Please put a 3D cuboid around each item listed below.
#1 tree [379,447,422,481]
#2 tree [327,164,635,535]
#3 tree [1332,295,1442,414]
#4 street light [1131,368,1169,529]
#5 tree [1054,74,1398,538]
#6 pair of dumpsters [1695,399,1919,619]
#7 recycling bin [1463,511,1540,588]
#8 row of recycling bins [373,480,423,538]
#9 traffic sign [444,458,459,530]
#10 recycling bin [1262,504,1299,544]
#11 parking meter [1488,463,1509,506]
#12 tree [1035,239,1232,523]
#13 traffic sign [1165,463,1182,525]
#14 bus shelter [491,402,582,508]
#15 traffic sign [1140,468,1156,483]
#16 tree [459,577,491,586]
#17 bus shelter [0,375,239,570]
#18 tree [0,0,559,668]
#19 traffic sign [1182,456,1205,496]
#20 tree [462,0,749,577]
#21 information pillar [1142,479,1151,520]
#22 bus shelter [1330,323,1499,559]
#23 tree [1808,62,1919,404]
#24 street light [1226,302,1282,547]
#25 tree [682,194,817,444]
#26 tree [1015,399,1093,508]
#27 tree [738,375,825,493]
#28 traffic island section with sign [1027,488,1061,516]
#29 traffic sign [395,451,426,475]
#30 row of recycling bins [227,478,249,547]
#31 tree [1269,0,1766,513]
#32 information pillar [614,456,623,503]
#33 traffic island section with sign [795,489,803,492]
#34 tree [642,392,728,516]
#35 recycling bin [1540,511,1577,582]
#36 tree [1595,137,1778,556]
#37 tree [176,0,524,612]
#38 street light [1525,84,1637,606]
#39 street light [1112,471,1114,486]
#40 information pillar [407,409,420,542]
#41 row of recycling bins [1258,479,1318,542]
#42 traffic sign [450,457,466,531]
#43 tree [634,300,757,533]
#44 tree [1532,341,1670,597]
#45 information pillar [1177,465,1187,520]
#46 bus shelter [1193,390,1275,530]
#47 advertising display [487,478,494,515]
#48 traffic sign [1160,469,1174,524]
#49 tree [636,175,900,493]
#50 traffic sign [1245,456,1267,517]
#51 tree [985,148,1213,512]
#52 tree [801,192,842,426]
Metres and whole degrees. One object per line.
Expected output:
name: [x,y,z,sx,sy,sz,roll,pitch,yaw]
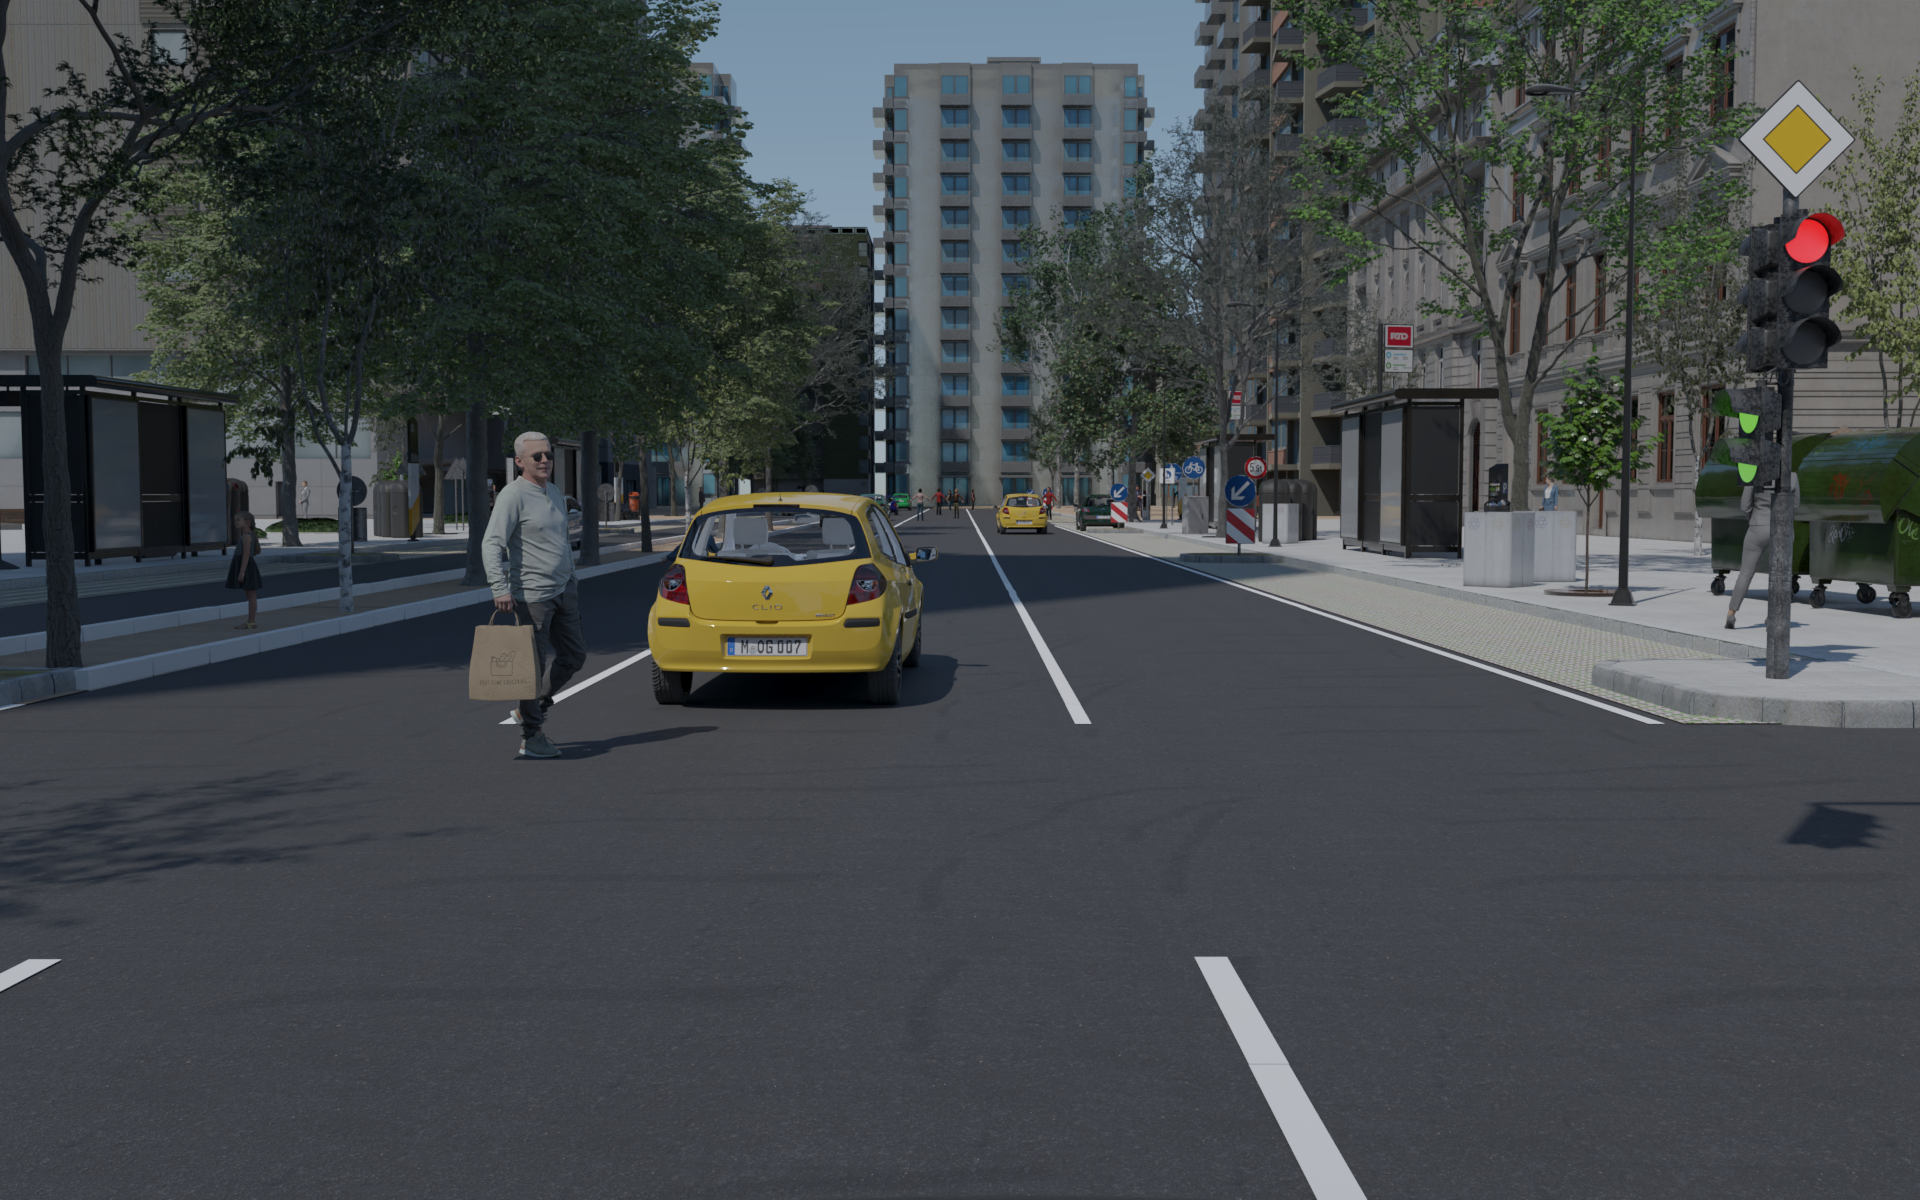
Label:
tree: [-23.206,-4.695,71.360,1.663,3.219,1.824,0,3,0]
tree: [-16.395,-7.879,54.578,9.928,11.665,9.643,0,3,0]
tree: [15.805,-7.019,65.123,4.360,8.622,3.978,0,3,0]
street light: [7.029,-5.604,64.171,1.470,5.913,1.316,0,3,0]
tree: [7.840,-8.566,50.427,12.009,13.543,11.850,0,3,0]
pair of dumpsters: [10.100,-1.057,19.775,1.574,2.255,4.437,0,4,0]
recycling bin: [7.494,-0.705,24.073,0.722,1.027,0.722,-3,5,-43]
row of recycling bins: [-16.849,-2.729,51.737,1.069,1.692,3.534,-2,4,-29]
traffic sign: [-17.924,-3.769,61.630,0.884,2.594,0.081,0,4,2]
recycling bin: [8.312,-1.979,44.910,0.722,1.027,0.722,3,4,36]
parking meter: [10.239,-1.668,32.976,0.255,1.863,0.399,3,5,41]
tree: [7.893,-9.856,78.158,9.611,12.733,9.660,0,3,0]
traffic sign: [8.779,-4.370,71.553,0.768,2.556,0.104,0,4,7]
bus shelter: [-15.930,-5.381,65.618,2.179,5.291,8.768,0,4,0]
traffic sign: [9.261,-5.227,85.191,0.795,2.593,0.064,1,4,8]
tree: [-7.616,-6.512,27.053,7.486,12.596,7.792,0,3,0]
bus shelter: [-16.158,-3.316,31.852,2.179,5.291,8.768,0,3,0]
tree: [-7.318,-4.731,14.223,8.767,10.594,7.601,0,3,0]
traffic sign: [7.926,-3.588,58.763,0.768,2.556,0.104,0,4,6]
tree: [-7.502,-6.975,34.625,7.486,12.596,7.792,0,3,0]
information pillar: [9.285,-5.001,86.251,0.304,2.012,0.304,3,5,45]
bus shelter: [9.648,-3.723,38.499,2.179,5.291,8.768,0,3,0]
tree: [16.116,-4.831,29.354,4.737,8.622,4.395,0,3,0]
street light: [7.130,-4.247,41.988,1.470,5.913,1.316,0,3,0]
tree: [-7.621,-6.449,42.315,8.767,10.594,7.601,0,3,0]
tree: [9.037,-14.086,164.721,8.767,10.594,7.601,2,4,32]
tree: [-16.220,-14.256,150.098,9.611,12.733,9.660,0,3,0]
traffic island section with sign: [5.624,-6.444,113.985,1.989,1.847,2.006,0,3,0]
traffic sign: [-15.215,-2.934,47.983,0.884,2.594,0.081,0,4,5]
row of recycling bins: [-18.397,-2.194,42.977,1.069,1.692,3.534,-1,4,-12]
tree: [8.840,-6.216,27.390,9.928,11.665,9.643,0,3,0]
information pillar: [-17.165,-5.851,87.020,0.183,3.616,0.504,3,5,42]
traffic island section with sign: [-13.122,-8.130,141.550,1.989,1.847,2.006,0,3,0]
tree: [-16.741,-10.668,100.174,9.928,11.665,9.643,0,3,0]
recycling bin: [8.593,-0.791,25.491,0.722,1.027,0.722,0,4,-2]
tree: [15.228,-5.209,35.522,4.360,8.622,3.978,0,3,0]
tree: [-7.433,-4.165,20.915,4.360,8.622,3.978,0,3,0]
street light: [7.102,-2.890,19.800,1.470,5.913,1.316,0,3,0]
street light: [7.087,-6.941,86.025,1.470,5.913,1.316,0,3,0]
information pillar: [-14.808,-3.398,46.907,0.183,3.616,0.504,1,4,8]
row of recycling bins: [9.064,-2.474,47.566,1.069,1.692,3.534,2,4,27]
traffic sign: [-17.371,-3.701,60.521,0.884,2.594,0.081,0,4,3]
tree: [-7.661,-5.860,48.631,4.737,8.622,4.395,0,3,0]
tree: [8.119,-1.674,21.968,1.663,3.219,1.824,0,3,0]
information pillar: [11.061,-5.792,86.056,0.504,3.616,0.183,3,5,44]
bus shelter: [9.992,-5.316,64.549,2.179,5.291,8.768,0,3,0]
advertising display: [-19.088,-3.934,69.542,0.123,1.923,0.974,2,4,24]
traffic sign: [8.285,-4.113,69.375,0.606,2.300,0.079,1,4,10]
tree: [-7.366,-9.396,66.451,12.009,13.543,11.850,0,3,0]
traffic sign: [10.026,-3.587,58.748,0.768,2.556,0.104,0,4,2]
tree: [8.615,-14.734,96.784,12.611,20.169,13.585,0,3,0]
tree: [-7.709,-8.273,55.855,7.486,12.596,7.792,0,3,0]
